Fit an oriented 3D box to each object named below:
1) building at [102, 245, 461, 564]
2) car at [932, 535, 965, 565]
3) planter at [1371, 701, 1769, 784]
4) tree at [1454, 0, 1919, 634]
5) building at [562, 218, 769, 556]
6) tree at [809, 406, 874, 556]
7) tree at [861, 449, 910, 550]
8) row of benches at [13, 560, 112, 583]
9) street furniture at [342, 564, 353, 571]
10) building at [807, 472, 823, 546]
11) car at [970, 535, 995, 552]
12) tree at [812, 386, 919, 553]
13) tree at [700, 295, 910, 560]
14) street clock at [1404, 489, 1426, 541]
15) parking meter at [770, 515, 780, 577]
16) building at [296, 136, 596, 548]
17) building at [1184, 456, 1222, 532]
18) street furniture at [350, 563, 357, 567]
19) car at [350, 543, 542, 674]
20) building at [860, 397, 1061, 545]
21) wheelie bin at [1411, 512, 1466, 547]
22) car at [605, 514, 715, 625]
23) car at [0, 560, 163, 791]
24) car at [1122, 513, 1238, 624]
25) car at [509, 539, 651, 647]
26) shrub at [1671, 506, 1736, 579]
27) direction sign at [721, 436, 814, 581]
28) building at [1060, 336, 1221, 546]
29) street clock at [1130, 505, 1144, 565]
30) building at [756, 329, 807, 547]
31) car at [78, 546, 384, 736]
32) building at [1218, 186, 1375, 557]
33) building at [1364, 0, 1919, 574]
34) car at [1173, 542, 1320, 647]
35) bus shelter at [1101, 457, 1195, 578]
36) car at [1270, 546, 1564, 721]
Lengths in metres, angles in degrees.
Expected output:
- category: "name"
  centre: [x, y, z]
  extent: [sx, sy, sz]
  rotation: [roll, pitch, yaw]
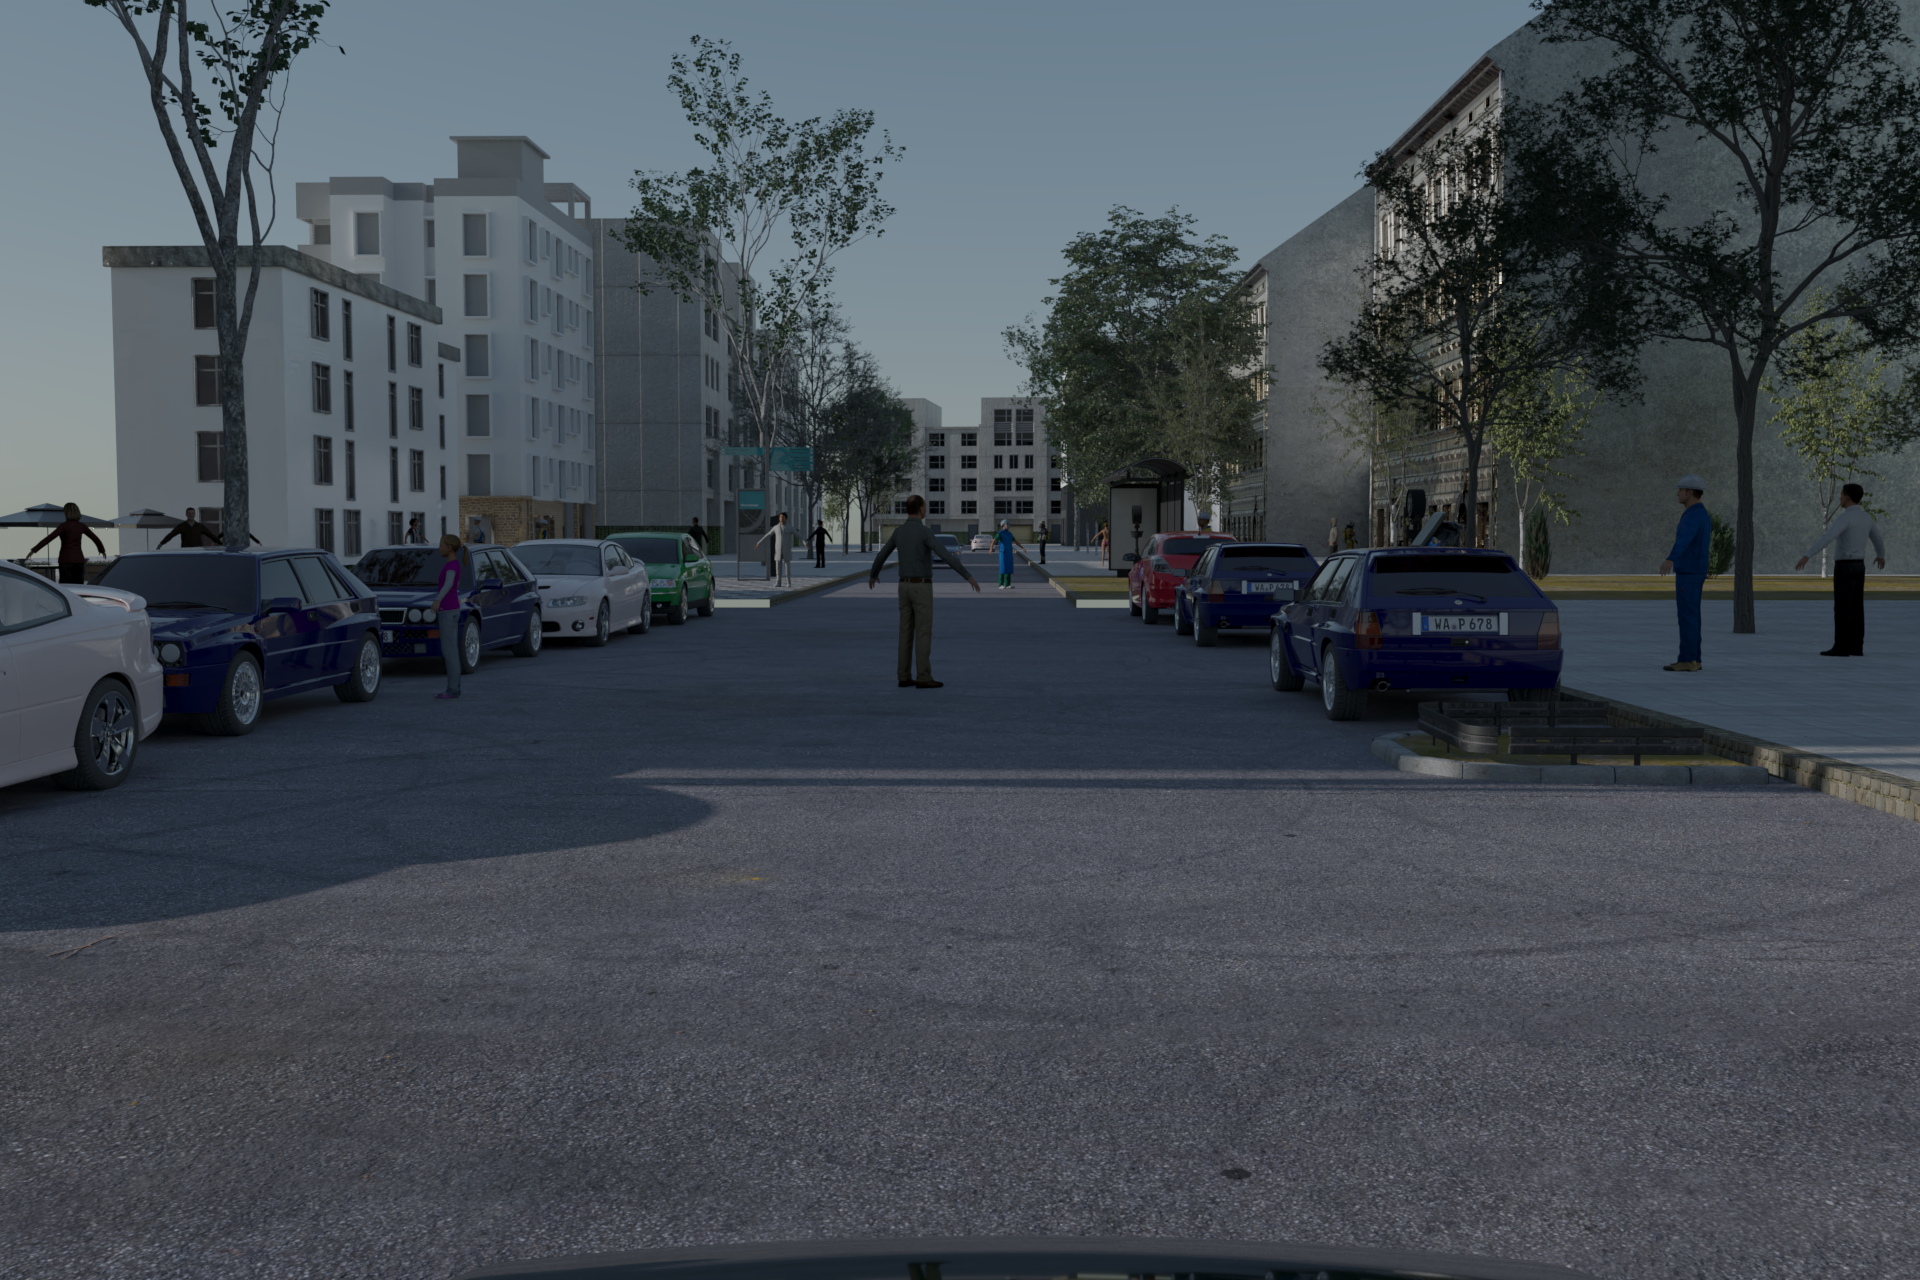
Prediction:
- category: "building"
  centre: [-23.767, -7.491, 64.618]
  extent: [9.099, 9.664, 28.070]
  rotation: [0, 4, 1]
- category: "car"
  centre: [-0.795, -3.735, 73.074]
  extent: [2.014, 1.417, 4.499]
  rotation: [0, 4, 1]
- category: "planter"
  centre: [3.677, 0.624, 10.946]
  extent: [1.991, 0.319, 1.994]
  rotation: [0, 4, 2]
- category: "tree"
  centre: [9.816, -5.360, 22.048]
  extent: [7.601, 10.594, 8.767]
  rotation: [-1, 4, -14]
- category: "building"
  centre: [-22.731, -15.083, 113.068]
  extent: [16.747, 18.905, 31.486]
  rotation: [0, 4, 1]
- category: "tree"
  centre: [-6.635, -9.112, 99.336]
  extent: [4.360, 8.622, 3.978]
  rotation: [0, 3, 0]
- category: "tree"
  centre: [-6.501, -11.531, 138.895]
  extent: [4.360, 8.622, 3.978]
  rotation: [0, 3, 0]
- category: "row of benches"
  centre: [-21.969, -1.562, 41.006]
  extent: [4.104, 0.672, 1.422]
  rotation: [-1, 4, -15]
- category: "street furniture"
  centre: [-13.225, -1.531, 40.666]
  extent: [5.734, 0.657, 10.072]
  rotation: [3, 4, 38]
- category: "building"
  centre: [-19.927, -15.508, 195.705]
  extent: [9.099, 9.664, 28.070]
  rotation: [0, 4, 2]
- category: "car"
  centre: [1.869, -7.806, 139.985]
  extent: [2.083, 1.381, 4.827]
  rotation: [0, 4, 0]
- category: "tree"
  centre: [-6.567, -11.802, 118.722]
  extent: [9.928, 11.665, 9.643]
  rotation: [0, 3, 0]
- category: "tree"
  centre: [-7.529, -10.840, 87.601]
  extent: [12.009, 13.543, 11.850]
  rotation: [0, 3, 0]
- category: "street clock"
  centre: [7.359, -1.434, 28.010]
  extent: [0.358, 2.002, 0.471]
  rotation: [0, 4, 1]
- category: "parking meter"
  centre: [-5.639, -2.844, 52.206]
  extent: [0.399, 1.863, 0.255]
  rotation: [0, 4, 1]
- category: "building"
  centre: [-25.630, -13.907, 83.803]
  extent: [16.016, 20.090, 11.380]
  rotation: [0, 4, 2]
- category: "building"
  centre: [25.016, -13.327, 160.038]
  extent: [9.099, 9.664, 28.070]
  rotation: [0, 4, 1]
- category: "street furniture"
  centre: [-12.618, -2.074, 49.529]
  extent: [10.072, 0.657, 5.734]
  rotation: [0, 4, -1]
- category: "car"
  centre: [-5.813, -0.387, 18.913]
  extent: [1.945, 1.354, 3.894]
  rotation: [0, 4, 1]
- category: "building"
  centre: [3.733, -22.124, 230.645]
  extent: [31.486, 18.905, 16.747]
  rotation: [0, 4, 7]
- category: "wheelie bin"
  centre: [6.816, -1.026, 24.686]
  extent: [0.693, 1.594, 0.980]
  rotation: [0, 4, 2]
- category: "car"
  centre: [-5.202, -1.219, 28.732]
  extent: [1.959, 1.807, 4.718]
  rotation: [0, 4, 1]
- category: "car"
  centre: [-5.710, 0.241, 8.421]
  extent: [2.083, 1.381, 4.827]
  rotation: [0, 4, 1]
- category: "car"
  centre: [3.828, -1.217, 28.936]
  extent: [2.155, 1.783, 4.494]
  rotation: [0, 4, 1]
- category: "car"
  centre: [-5.424, -0.683, 23.528]
  extent: [2.083, 1.381, 4.827]
  rotation: [0, 4, 1]
- category: "shrub"
  centre: [21.198, -2.768, 49.294]
  extent: [1.661, 2.075, 1.752]
  rotation: [0, 3, 0]
- category: "direction sign"
  centre: [-5.249, -3.625, 48.024]
  extent: [2.525, 3.948, 1.411]
  rotation: [0, 4, 2]
- category: "building"
  centre: [25.187, -21.452, 194.715]
  extent: [27.936, 21.610, 32.646]
  rotation: [0, 4, 1]
- category: "street clock"
  centre: [4.417, -2.368, 43.286]
  extent: [0.358, 2.002, 0.471]
  rotation: [0, 4, 2]
- category: "building"
  centre: [-24.474, -18.290, 165.501]
  extent: [16.747, 18.905, 31.486]
  rotation: [0, 4, 0]
- category: "car"
  centre: [-5.908, -0.057, 13.517]
  extent: [1.945, 1.354, 3.894]
  rotation: [0, 4, 1]
- category: "building"
  centre: [26.344, -16.752, 104.827]
  extent: [19.493, 23.208, 18.063]
  rotation: [0, 4, 1]
- category: "building"
  centre: [26.415, -14.216, 63.358]
  extent: [19.493, 23.208, 18.063]
  rotation: [0, 4, 1]
- category: "car"
  centre: [3.889, -0.658, 23.337]
  extent: [1.945, 1.354, 3.894]
  rotation: [0, 4, 1]
- category: "bus shelter"
  centre: [5.164, -3.329, 48.351]
  extent: [2.014, 3.302, 5.546]
  rotation: [0, 4, 0]
- category: "car"
  centre: [3.708, -0.125, 14.617]
  extent: [1.945, 1.354, 3.894]
  rotation: [0, 4, 1]
